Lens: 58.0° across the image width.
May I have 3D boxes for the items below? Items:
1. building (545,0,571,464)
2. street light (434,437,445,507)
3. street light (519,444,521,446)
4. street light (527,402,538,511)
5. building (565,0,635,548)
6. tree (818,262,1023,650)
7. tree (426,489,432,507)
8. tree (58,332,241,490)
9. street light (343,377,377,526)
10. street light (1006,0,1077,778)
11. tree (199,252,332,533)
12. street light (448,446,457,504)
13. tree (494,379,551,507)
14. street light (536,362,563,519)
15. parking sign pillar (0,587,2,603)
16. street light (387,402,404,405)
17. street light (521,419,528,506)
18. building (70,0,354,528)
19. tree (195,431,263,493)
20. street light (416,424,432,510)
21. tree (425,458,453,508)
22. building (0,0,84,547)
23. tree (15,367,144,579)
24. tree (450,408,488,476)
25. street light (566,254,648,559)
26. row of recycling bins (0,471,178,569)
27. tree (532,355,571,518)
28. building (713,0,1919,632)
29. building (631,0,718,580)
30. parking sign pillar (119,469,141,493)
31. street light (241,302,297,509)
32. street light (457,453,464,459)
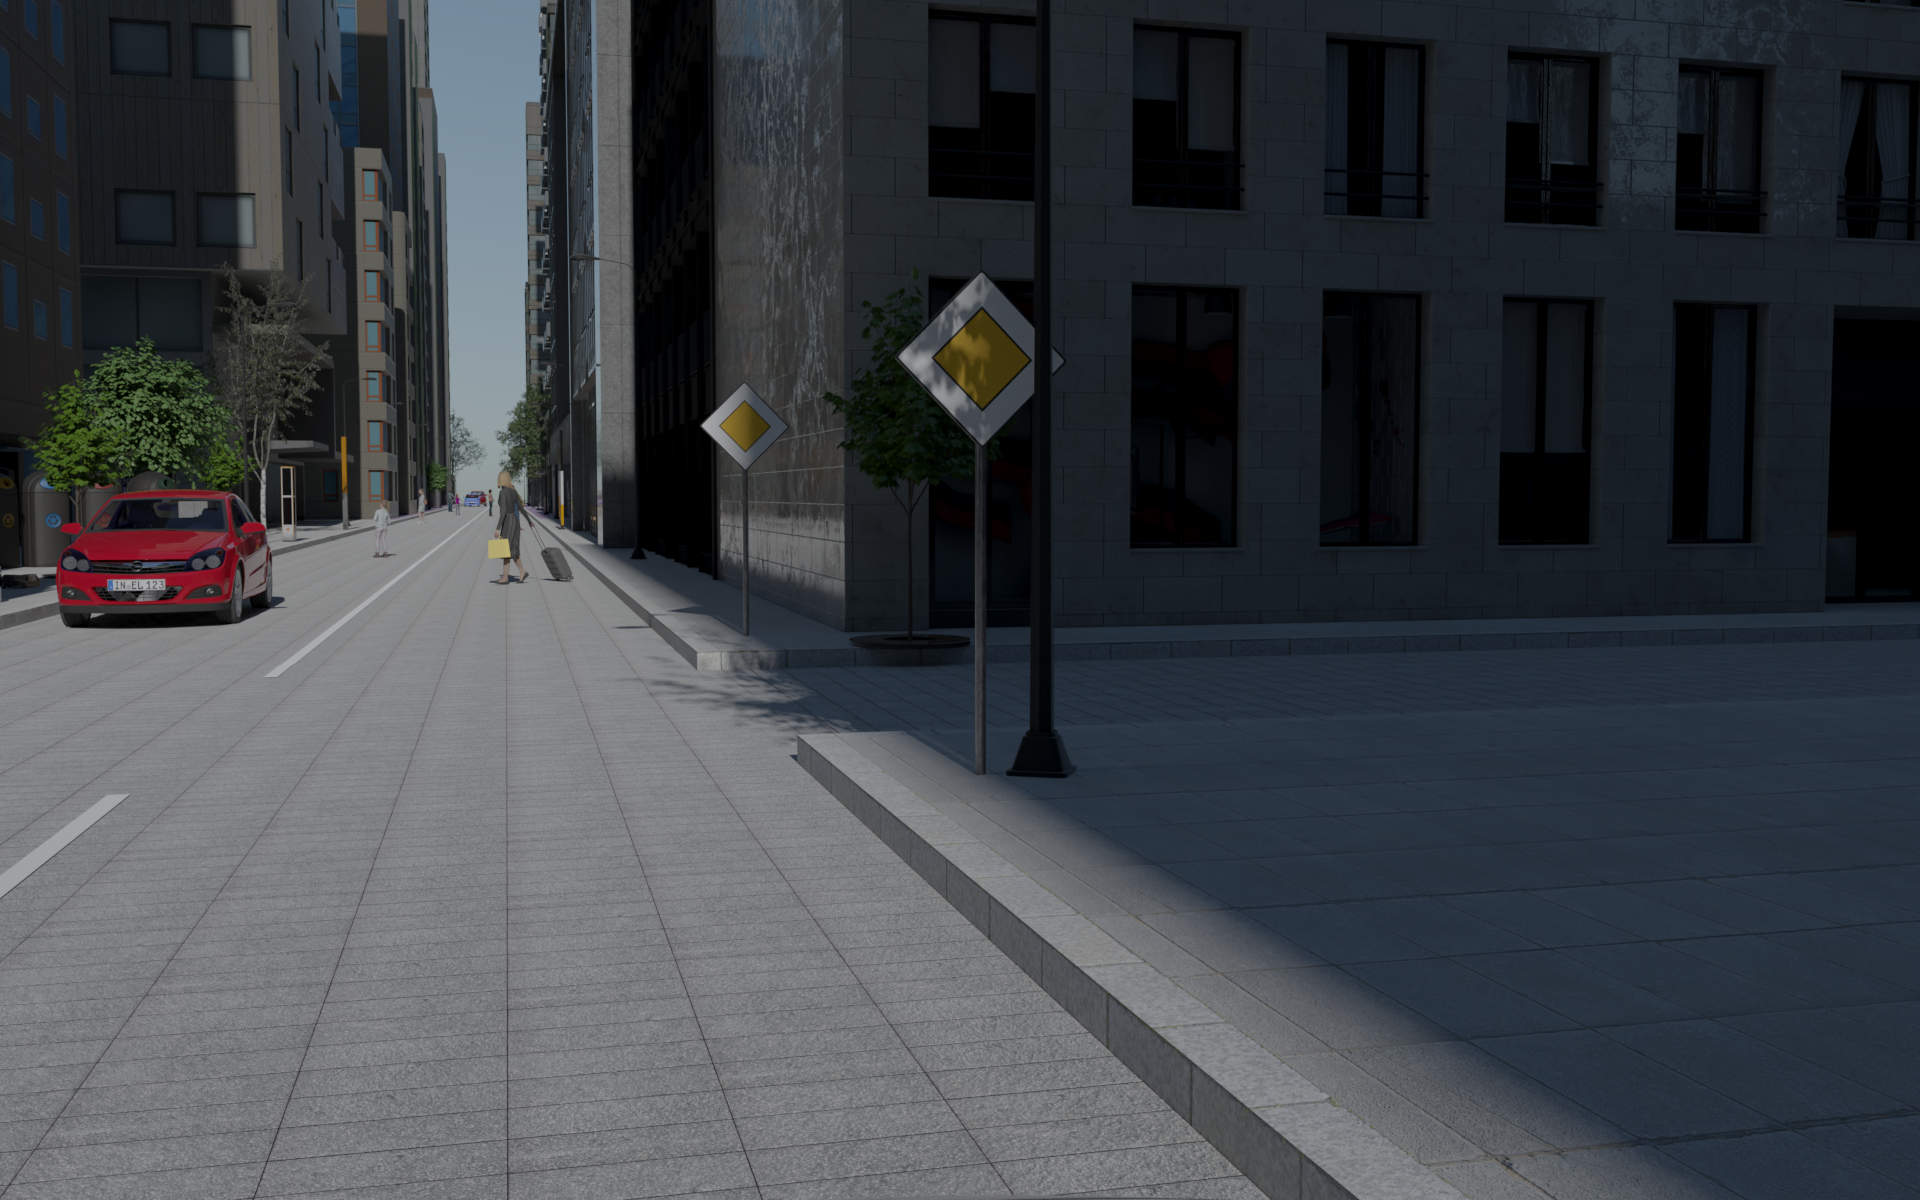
[{"bbox_3d":[-10.360,-15.691,75.615,14.314,24.678,30.058,-1,4,-15],"label":"building"},{"bbox_3d":[-42.887,-10.342,141.638,1.470,5.913,1.316,-1,4,-15],"label":"street light"},{"bbox_3d":[-33.368,-9.909,134.549,1.470,5.913,1.316,-1,4,-15],"label":"street light"},{"bbox_3d":[-21.094,-7.065,88.049,1.470,5.913,1.316,-1,4,-15],"label":"street light"},{"bbox_3d":[-5.124,-14.261,51.190,12.078,24.808,19.932,-1,4,-15],"label":"building"},{"bbox_3d":[-0.414,-1.220,14.542,1.663,3.219,1.824,0,3,0],"label":"tree"},{"bbox_3d":[-51.453,-10.512,166.477,1.663,3.219,1.824,0,3,0],"label":"tree"},{"bbox_3d":[-16.452,-3.152,35.249,4.285,4.588,4.351,0,3,0],"label":"tree"},{"bbox_3d":[-23.870,-5.891,68.860,1.470,5.913,1.316,-1,4,-15],"label":"street light"},{"bbox_3d":[-0.149,-2.148,7.665,1.470,5.913,1.316,-1,4,-15],"label":"street light"},{"bbox_3d":[-21.485,-6.293,53.259,4.360,8.622,3.978,0,3,0],"label":"tree"},{"bbox_3d":[-49.948,-11.977,168.364,1.470,5.913,1.316,-1,4,-15],"label":"street light"},{"bbox_3d":[-41.548,-15.604,172.126,9.611,12.733,9.660,0,3,0],"label":"tree"},{"bbox_3d":[-14.086,-5.423,61.211,1.470,5.913,1.316,-1,4,-15],"label":"street light"},{"bbox_3d":[-12.016,-1.935,20.108,1.447,3.967,1.447,0,4,4],"label":"parking sign pillar"},{"bbox_3d":[-28.870,-7.048,87.780,1.470,5.913,1.316,-1,4,-15],"label":"street light"},{"bbox_3d":[-26.234,-8.245,107.348,1.470,5.913,1.316,-1,4,-15],"label":"street light"},{"bbox_3d":[-38.587,-29.113,65.241,28.713,52.752,27.495,-1,4,-15],"label":"building"},{"bbox_3d":[-20.251,-3.228,47.382,1.663,3.219,1.824,0,3,0],"label":"tree"},{"bbox_3d":[-35.936,-8.700,114.786,1.470,5.913,1.316,-1,4,-15],"label":"street light"},{"bbox_3d":[-48.314,-10.731,159.171,4.285,4.588,4.351,0,3,0],"label":"tree"},{"bbox_3d":[-29.117,-23.735,38.178,14.600,45.320,14.200,-1,4,-15],"label":"building"},{"bbox_3d":[-13.510,-1.952,26.511,1.663,3.219,1.824,0,3,0],"label":"tree"},{"bbox_3d":[-70.368,-20.116,239.267,12.009,13.543,11.850,0,3,0],"label":"tree"},{"bbox_3d":[-6.862,-3.748,33.820,1.470,5.913,1.316,-1,4,-15],"label":"street light"},{"bbox_3d":[-15.817,-1.452,30.845,3.534,1.692,1.069,-3,5,-44],"label":"row of recycling bins"},{"bbox_3d":[-20.724,-8.652,91.827,4.360,8.622,3.978,0,3,0],"label":"tree"},{"bbox_3d":[5.755,-10.265,22.582,16.860,20.320,10.420,-1,4,-15],"label":"building"},{"bbox_3d":[0.299,-12.509,34.199,12.332,23.373,15.834,-1,4,-15],"label":"building"},{"bbox_3d":[-25.307,-3.926,52.661,1.447,3.967,1.447,0,4,-4],"label":"parking sign pillar"},{"bbox_3d":[-16.760,-4.248,41.997,1.470,5.913,1.316,-1,4,-15],"label":"street light"},{"bbox_3d":[-57.060,-13.621,195.237,1.470,5.913,1.316,-1,4,-15],"label":"street light"}]
